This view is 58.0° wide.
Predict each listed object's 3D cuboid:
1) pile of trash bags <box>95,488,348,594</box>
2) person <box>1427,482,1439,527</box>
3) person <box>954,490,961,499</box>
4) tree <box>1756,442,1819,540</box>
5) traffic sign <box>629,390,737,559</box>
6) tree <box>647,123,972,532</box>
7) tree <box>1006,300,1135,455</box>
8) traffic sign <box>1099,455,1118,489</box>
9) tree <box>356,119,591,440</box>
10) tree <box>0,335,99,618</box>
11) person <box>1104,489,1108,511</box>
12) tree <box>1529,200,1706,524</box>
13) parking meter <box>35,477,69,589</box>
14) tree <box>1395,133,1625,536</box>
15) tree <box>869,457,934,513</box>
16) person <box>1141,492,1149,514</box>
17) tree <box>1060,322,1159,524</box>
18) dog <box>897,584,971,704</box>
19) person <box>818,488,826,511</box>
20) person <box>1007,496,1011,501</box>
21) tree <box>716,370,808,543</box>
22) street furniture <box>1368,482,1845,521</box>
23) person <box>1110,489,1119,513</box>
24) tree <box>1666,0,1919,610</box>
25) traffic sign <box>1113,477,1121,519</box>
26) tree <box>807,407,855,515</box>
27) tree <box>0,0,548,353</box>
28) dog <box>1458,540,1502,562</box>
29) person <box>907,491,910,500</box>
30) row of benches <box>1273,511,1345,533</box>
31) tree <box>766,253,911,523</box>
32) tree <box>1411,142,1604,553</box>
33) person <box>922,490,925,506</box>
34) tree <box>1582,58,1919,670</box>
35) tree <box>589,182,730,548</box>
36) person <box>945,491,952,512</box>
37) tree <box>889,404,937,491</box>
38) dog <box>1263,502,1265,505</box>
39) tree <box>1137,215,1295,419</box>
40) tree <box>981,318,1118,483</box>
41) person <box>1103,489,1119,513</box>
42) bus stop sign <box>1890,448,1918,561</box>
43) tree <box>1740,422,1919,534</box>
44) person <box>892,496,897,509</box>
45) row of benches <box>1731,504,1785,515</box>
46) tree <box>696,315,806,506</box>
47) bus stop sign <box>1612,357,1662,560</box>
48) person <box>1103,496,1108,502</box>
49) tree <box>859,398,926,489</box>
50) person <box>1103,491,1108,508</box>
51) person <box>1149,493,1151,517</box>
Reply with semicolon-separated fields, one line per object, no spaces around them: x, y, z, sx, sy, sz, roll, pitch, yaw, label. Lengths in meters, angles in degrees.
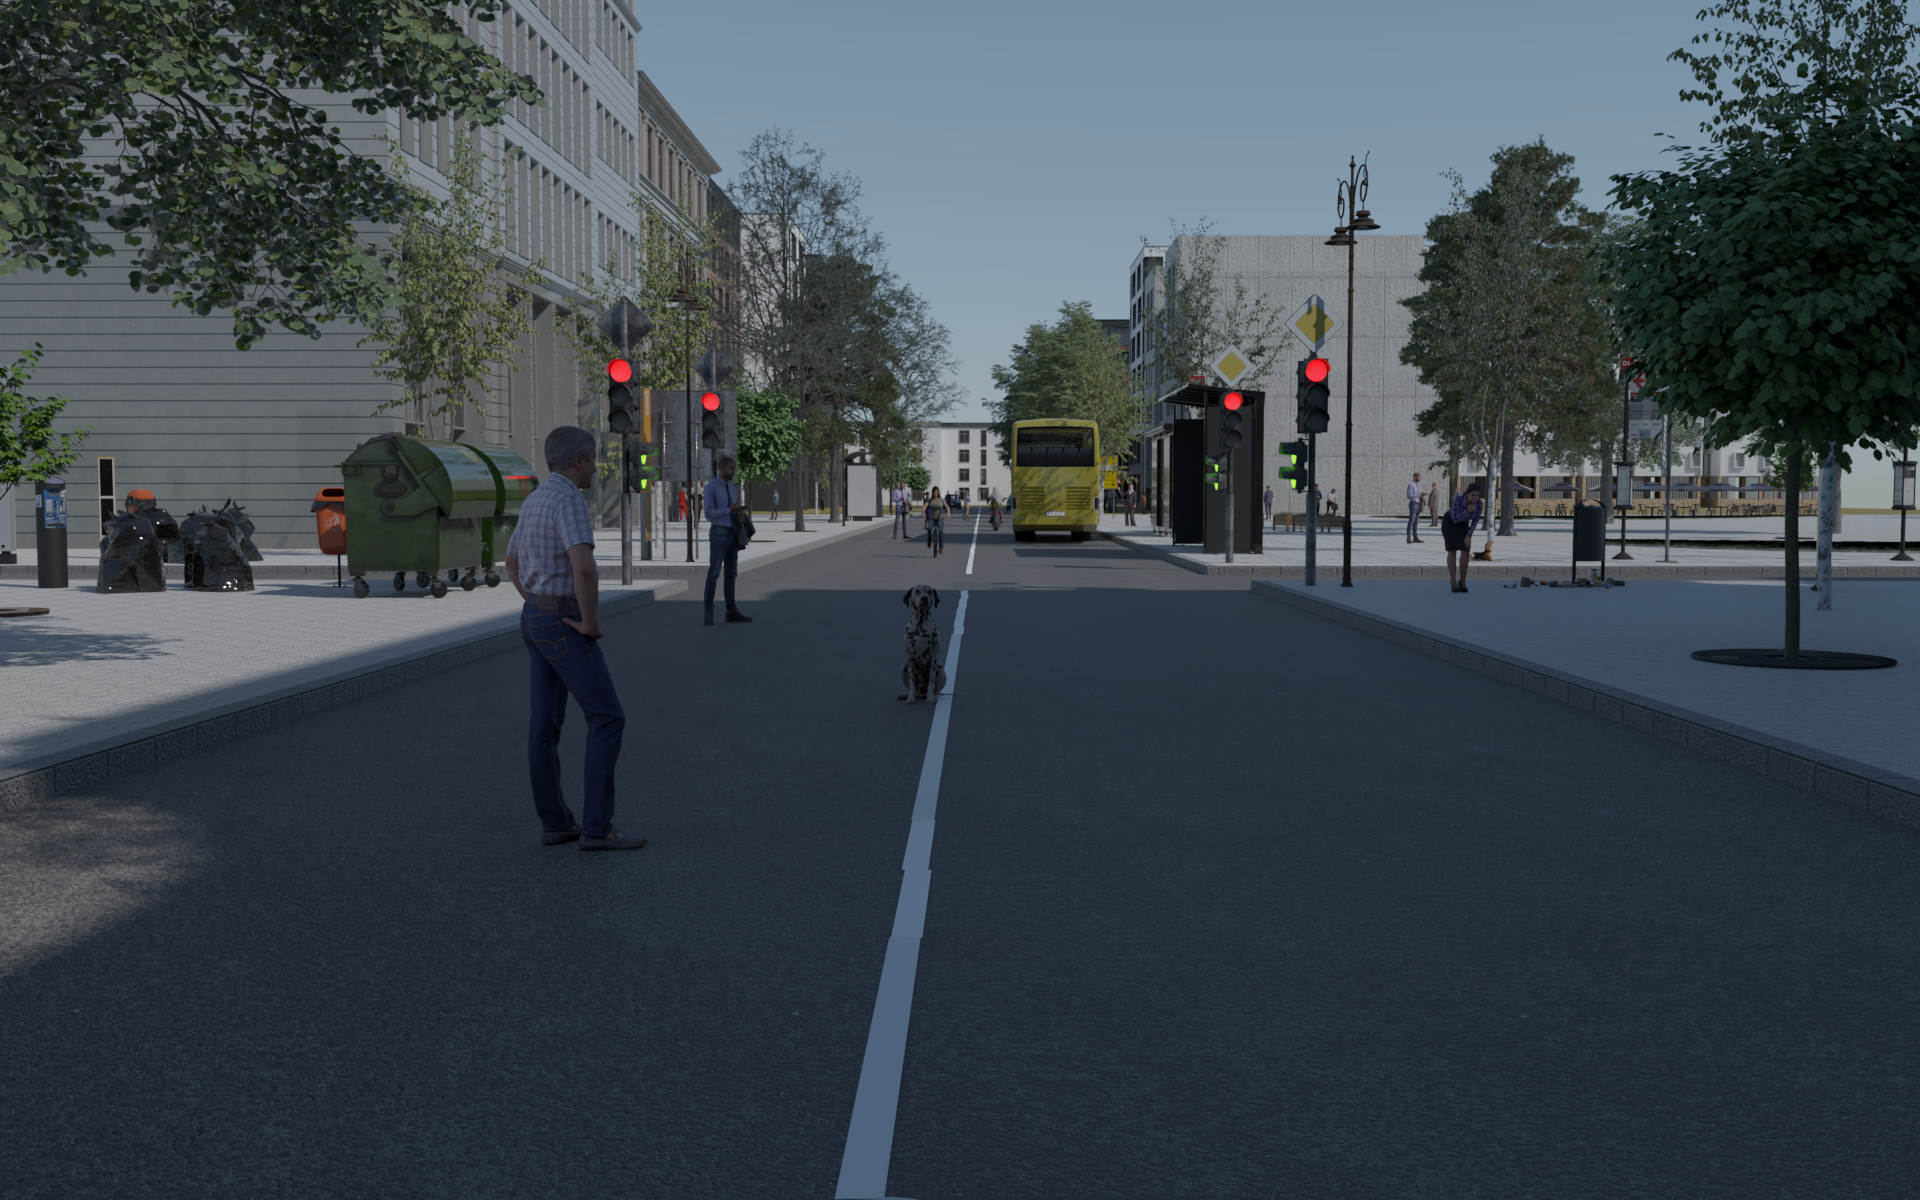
-9.897;-0.833;23.372;3.447;1.369;1.912;-1;4;-12;pile of trash bags
18.609;-3.766;68.170;0.434;1.755;0.990;2;4;32;person
-0.414;-10.747;184.191;1.348;1.826;0.705;-3;5;-45;person
23.823;-3.346;49.306;1.663;3.219;1.824;0;3;0;tree
-5.496;-2.455;34.018;2.265;3.308;0.079;0;4;5;traffic sign
-5.584;-9.051;58.356;12.009;13.543;11.850;0;3;0;tree
6.565;-11.200;101.249;7.486;12.596;7.792;0;3;0;tree
7.071;-5.879;89.992;2.265;3.308;0.079;0;4;4;traffic sign
-10.229;-5.133;34.279;4.737;8.622;4.395;0;3;0;tree
-10.243;-1.440;18.138;1.663;3.219;1.824;0;3;0;tree
11.409;-7.851;135.114;0.721;1.736;1.217;1;4;15;person
28.202;-10.288;74.857;9.857;13.997;8.962;0;3;0;tree
-12.398;-0.931;23.640;0.372;1.533;0.369;0;3;0;parking meter
16.748;-7.991;52.705;6.751;12.117;7.091;0;3;0;tree
-4.961;-8.382;120.764;4.285;4.588;4.351;0;3;0;tree
11.658;-6.127;109.479;0.557;1.426;1.065;2;4;28;person
6.083;-7.558;73.928;4.737;8.622;4.395;0;3;0;tree
-0.163;0.292;12.064;0.513;0.831;0.800;3;5;41;dog
-10.732;-7.791;134.142;0.721;1.735;1.217;2;4;28;person
4.389;-7.920;138.787;1.217;1.735;0.721;1;4;20;person
-5.699;-3.820;46.179;4.285;4.588;4.351;0;3;0;tree
36.211;-5.292;91.548;27.439;1.986;14.083;-1;4;-9;street furniture
10.373;-6.771;117.295;0.434;1.755;0.990;-3;5;-41;person
9.848;-4.198;18.996;4.737;8.622;4.395;0;3;0;tree
8.011;-5.518;90.219;0.884;2.594;0.081;0;4;2;traffic sign
-8.381;-9.383;103.770;4.737;8.622;4.395;0;3;0;tree
-6.363;-6.316;9.930;9.857;13.997;8.962;0;3;0;tree
9.931;-0.938;33.067;0.550;0.427;0.748;-2;4;-27;dog
-5.736;-10.909;187.307;0.683;1.767;0.568;-1;4;-11;person
11.917;-2.694;59.517;1.422;0.672;4.104;-1;4;-17;row of benches
-5.596;-9.471;76.906;6.751;12.117;7.091;0;3;0;tree
11.613;-5.325;37.427;4.360;8.622;3.978;0;3;0;tree
-3.931;-10.860;184.406;0.445;1.727;0.742;-2;4;-29;person
6.487;-1.805;13.219;4.285;4.588;4.351;0;3;0;tree
-7.292;-5.535;40.867;4.737;8.622;4.395;0;3;0;tree
-0.944;-7.852;137.794;0.541;1.710;0.530;2;4;31;person
-4.191;-11.418;137.038;4.737;8.622;4.395;0;3;0;tree
17.623;-5.400;102.669;0.800;0.831;0.513;1;4;23;dog
6.460;-5.832;45.714;4.360;8.622;3.978;0;3;0;tree
6.527;-13.261;123.476;9.857;13.997;8.962;0;3;0;tree
10.024;-6.684;115.416;1.350;1.814;0.705;3;4;36;person
18.122;-2.738;33.474;0.416;3.939;0.855;-1;4;-9;bus stop sign
28.699;-8.404;55.530;7.486;12.596;7.792;0;3;0;tree
-5.356;-8.717;148.581;1.348;1.822;0.705;-3;5;-41;person
48.670;-5.503;105.444;4.104;0.672;1.422;-1;4;-18;row of benches
-8.483;-7.250;68.894;4.360;8.622;3.978;0;3;0;tree
13.187;-2.754;33.730;0.855;3.939;0.416;2;4;28;bus stop sign
15.438;-10.361;178.708;1.065;1.426;0.557;1;4;13;person
-4.195;-9.881;111.916;4.360;8.622;3.978;0;3;0;tree
13.595;-9.688;164.456;1.348;1.823;0.705;3;5;42;person
10.647;-5.434;95.330;0.568;1.767;0.683;3;5;45;person
